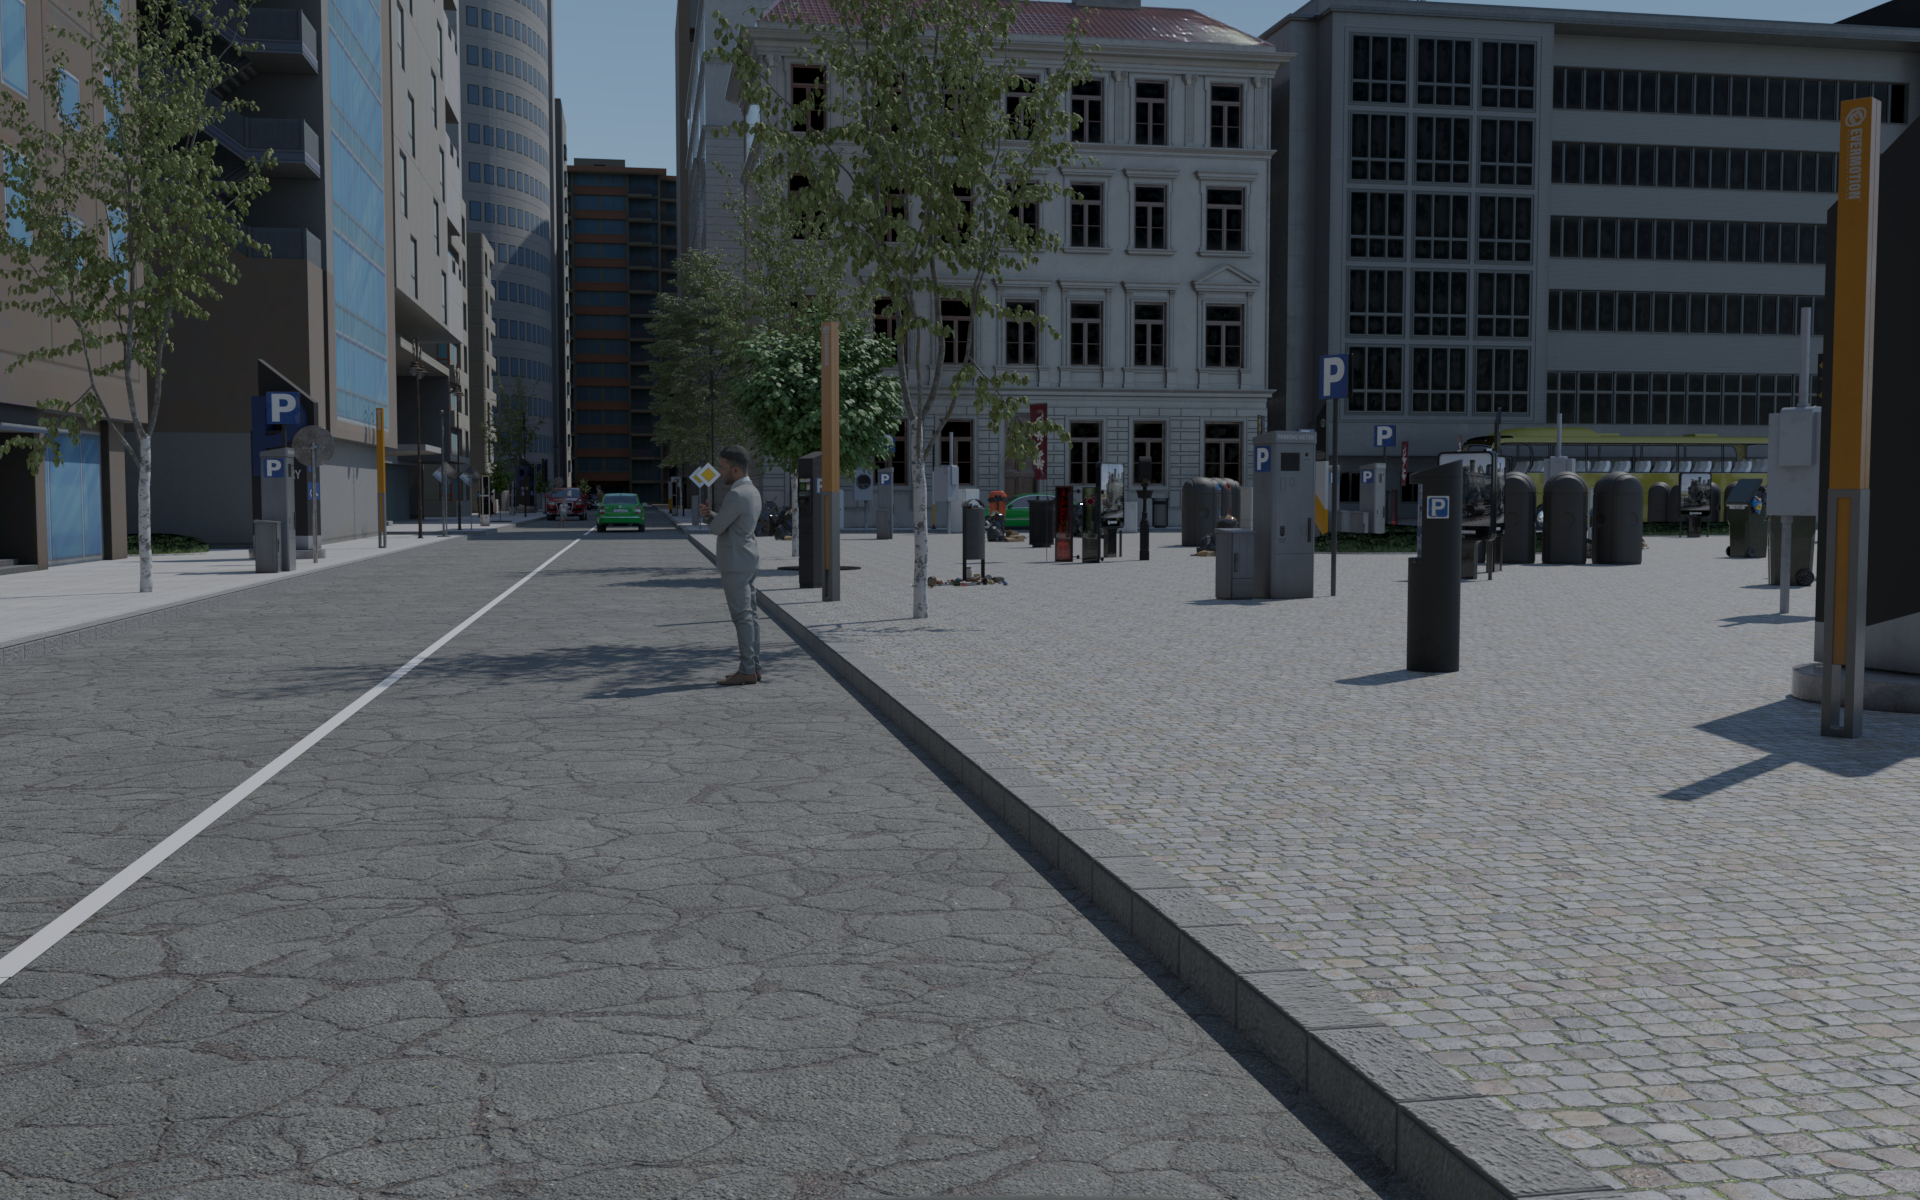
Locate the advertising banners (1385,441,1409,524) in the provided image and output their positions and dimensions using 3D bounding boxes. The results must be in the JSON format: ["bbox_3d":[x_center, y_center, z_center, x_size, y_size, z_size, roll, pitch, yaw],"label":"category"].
[{"bbox_3d":[14.558,-3.783,58.040,0.090,3.025,2.074,-1,4,-10],"label":"advertising banners"}]

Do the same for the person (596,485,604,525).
[{"bbox_3d":[-16.507,-4.350,79.528,0.656,1.842,0.836,2,4,29],"label":"person"}]

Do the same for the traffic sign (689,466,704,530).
[{"bbox_3d":[-9.399,-3.605,62.578,0.795,2.450,0.064,-1,4,-10],"label":"traffic sign"}]

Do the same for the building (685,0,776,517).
[{"bbox_3d":[-10.192,-19.896,102.796,11.434,29.767,29.804,-1,4,-10],"label":"building"}]

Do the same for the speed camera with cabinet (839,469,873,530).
[{"bbox_3d":[-4.212,-4.186,62.782,2.038,3.252,0.660,-1,4,-11],"label":"speed camera with cabinet"}]

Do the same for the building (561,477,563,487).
[{"bbox_3d":[-56.183,-29.313,171.147,32.217,40.220,23.993,-1,4,-10],"label":"building"}]

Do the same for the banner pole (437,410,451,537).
[{"bbox_3d":[-15.505,-3.789,51.972,0.401,3.779,0.863,-1,4,-12],"label":"banner pole"}]

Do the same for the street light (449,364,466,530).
[{"bbox_3d":[-17.823,-5.427,61.515,0.468,5.910,1.993,-1,4,-10],"label":"street light"}]

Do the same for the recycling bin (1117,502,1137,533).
[{"bbox_3d":[5.453,-2.709,56.846,0.722,1.027,0.722,0,4,6],"label":"recycling bin"}]

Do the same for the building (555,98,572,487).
[{"bbox_3d":[-55.308,-34.959,195.285,21.600,48.544,21.300,-1,4,-10],"label":"building"}]

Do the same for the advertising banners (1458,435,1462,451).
[{"bbox_3d":[15.269,-3.440,52.435,0.090,3.025,2.074,2,4,28],"label":"advertising banners"}]

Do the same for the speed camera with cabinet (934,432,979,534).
[{"bbox_3d":[-0.102,-3.785,56.221,0.660,3.252,2.038,2,4,30],"label":"speed camera with cabinet"}]

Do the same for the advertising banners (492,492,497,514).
[{"bbox_3d":[-29.477,-6.941,109.674,0.090,3.025,2.074,-2,4,-25],"label":"advertising banners"}]

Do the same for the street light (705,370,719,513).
[{"bbox_3d":[-9.196,-5.602,64.385,0.468,5.910,1.993,-1,4,-10],"label":"street light"}]

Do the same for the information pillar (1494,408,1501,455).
[{"bbox_3d":[14.565,-3.402,46.983,0.183,3.616,0.504,2,4,28],"label":"information pillar"}]

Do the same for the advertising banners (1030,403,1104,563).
[{"bbox_3d":[1.989,-2.237,32.755,0.090,3.025,2.074,-3,4,-38],"label":"advertising banners"}]

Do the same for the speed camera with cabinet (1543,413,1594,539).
[{"bbox_3d":[15.409,-2.942,42.441,2.038,3.252,0.660,2,4,27],"label":"speed camera with cabinet"}]

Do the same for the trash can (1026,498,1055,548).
[{"bbox_3d":[1.963,-1.836,41.672,0.748,1.137,0.748,0,3,0],"label":"trash can"}]

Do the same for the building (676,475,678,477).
[{"bbox_3d":[-16.916,-34.063,176.544,23.786,49.044,30.456,-1,4,-10],"label":"building"}]

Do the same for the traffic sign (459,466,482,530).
[{"bbox_3d":[-17.263,-3.517,61.147,0.795,2.450,0.064,-1,4,-10],"label":"traffic sign"}]

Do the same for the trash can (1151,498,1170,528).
[{"bbox_3d":[7.549,-3.282,65.315,0.748,1.137,0.748,0,3,0],"label":"trash can"}]

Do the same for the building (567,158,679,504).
[{"bbox_3d":[-47.974,-35.114,228.744,28.867,44.769,22.147,-1,4,-10],"label":"building"}]

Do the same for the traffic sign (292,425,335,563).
[{"bbox_3d":[-11.992,-1.960,32.151,0.768,2.556,0.104,-1,4,-9],"label":"traffic sign"}]

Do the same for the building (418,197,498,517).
[{"bbox_3d":[-44.124,-16.022,106.995,27.650,21.520,28.899,-1,4,-10],"label":"building"}]

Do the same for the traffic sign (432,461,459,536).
[{"bbox_3d":[-15.809,-3.037,53.295,0.795,2.450,0.064,-1,4,-10],"label":"traffic sign"}]

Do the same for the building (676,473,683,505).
[{"bbox_3d":[-23.263,-46.628,200.614,20.563,71.187,20.611,-1,4,-10],"label":"building"}]

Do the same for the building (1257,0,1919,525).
[{"bbox_3d":[26.703,-15.768,76.878,30.058,24.678,14.314,-1,4,-10],"label":"building"}]

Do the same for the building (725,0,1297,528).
[{"bbox_3d":[1.433,-14.323,70.344,21.152,22.565,11.583,-1,4,-10],"label":"building"}]

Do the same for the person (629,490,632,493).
[{"bbox_3d":[-29.305,-8.906,154.249,0.705,1.807,1.348,-1,4,-9],"label":"person"}]

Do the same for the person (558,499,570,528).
[{"bbox_3d":[-16.848,-3.678,73.644,0.505,1.210,0.382,-3,4,-38],"label":"person"}]

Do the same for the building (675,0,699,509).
[{"bbox_3d":[-17.982,-30.807,153.797,14.600,45.320,14.200,-1,4,-10],"label":"building"}]

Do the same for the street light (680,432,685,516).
[{"bbox_3d":[-16.052,-7.805,100.404,0.468,5.910,1.993,-1,4,-10],"label":"street light"}]

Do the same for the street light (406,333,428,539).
[{"bbox_3d":[-15.593,-4.715,49.879,0.468,5.910,1.993,-1,4,-10],"label":"street light"}]

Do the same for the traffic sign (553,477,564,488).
[{"bbox_3d":[-30.115,-7.942,129.960,0.768,2.556,0.104,-1,4,-8],"label":"traffic sign"}]

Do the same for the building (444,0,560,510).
[{"bbox_3d":[-45.471,-36.939,145.947,21.231,58.520,28.212,-1,4,-10],"label":"building"}]

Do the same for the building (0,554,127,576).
[{"bbox_3d":[-21.812,-22.951,25.366,14.600,45.320,14.200,-1,4,-10],"label":"building"}]

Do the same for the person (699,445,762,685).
[{"bbox_3d":[-1.740,-0.274,13.157,0.466,1.800,0.511,0,4,-6],"label":"person"}]

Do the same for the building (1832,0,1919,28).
[{"bbox_3d":[49.383,-15.338,80.454,15.834,23.373,12.332,-1,4,-10],"label":"building"}]

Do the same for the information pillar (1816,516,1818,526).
[{"bbox_3d":[34.876,-4.044,70.618,0.304,2.012,0.304,1,4,12],"label":"information pillar"}]

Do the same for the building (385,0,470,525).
[{"bbox_3d":[-35.586,-29.458,70.876,28.713,52.752,27.495,-1,4,-10],"label":"building"}]

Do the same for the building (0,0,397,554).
[{"bbox_3d":[-23.381,-24.157,45.075,14.200,45.320,14.600,-1,4,-10],"label":"building"}]

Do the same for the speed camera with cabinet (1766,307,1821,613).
[{"bbox_3d":[9.527,-1.449,18.020,0.660,3.252,2.038,-3,4,-36],"label":"speed camera with cabinet"}]

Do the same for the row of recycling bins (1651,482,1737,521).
[{"bbox_3d":[24.972,-3.153,58.667,1.069,1.692,3.534,-3,5,-39],"label":"row of recycling bins"}]

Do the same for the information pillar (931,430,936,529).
[{"bbox_3d":[-0.963,-4.411,63.482,0.183,3.616,0.504,0,3,0],"label":"information pillar"}]

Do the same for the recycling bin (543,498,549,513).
[{"bbox_3d":[-28.346,-6.544,119.545,0.722,1.027,0.722,0,4,6],"label":"recycling bin"}]

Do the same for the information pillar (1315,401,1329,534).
[{"bbox_3d":[9.151,-3.204,43.743,0.183,3.616,0.504,-1,4,-20],"label":"information pillar"}]

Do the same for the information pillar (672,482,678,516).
[{"bbox_3d":[-16.670,-5.916,101.226,0.304,2.012,0.304,0,4,3],"label":"information pillar"}]

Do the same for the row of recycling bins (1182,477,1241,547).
[{"bbox_3d":[6.318,-2.237,43.693,1.069,1.692,3.534,1,4,22],"label":"row of recycling bins"}]

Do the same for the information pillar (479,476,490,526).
[{"bbox_3d":[-18.977,-3.954,69.146,0.304,2.012,0.304,-3,4,-36],"label":"information pillar"}]

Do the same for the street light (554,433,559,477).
[{"bbox_3d":[-30.722,-9.725,131.786,0.468,5.910,1.993,-1,4,-10],"label":"street light"}]

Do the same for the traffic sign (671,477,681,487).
[{"bbox_3d":[-16.850,-6.164,102.915,0.606,2.300,0.079,0,4,-2],"label":"traffic sign"}]

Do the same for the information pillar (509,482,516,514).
[{"bbox_3d":[-28.219,-6.400,109.138,0.304,2.012,0.304,1,4,16],"label":"information pillar"}]

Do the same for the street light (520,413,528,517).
[{"bbox_3d":[-24.313,-7.581,96.742,0.468,5.910,1.993,-1,4,-10],"label":"street light"}]

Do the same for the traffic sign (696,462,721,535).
[{"bbox_3d":[-7.944,-3.124,54.726,0.795,2.450,0.064,-1,4,-10],"label":"traffic sign"}]

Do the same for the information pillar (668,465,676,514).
[{"bbox_3d":[-18.877,-7.471,113.501,0.504,3.616,0.183,-1,4,-13],"label":"information pillar"}]
